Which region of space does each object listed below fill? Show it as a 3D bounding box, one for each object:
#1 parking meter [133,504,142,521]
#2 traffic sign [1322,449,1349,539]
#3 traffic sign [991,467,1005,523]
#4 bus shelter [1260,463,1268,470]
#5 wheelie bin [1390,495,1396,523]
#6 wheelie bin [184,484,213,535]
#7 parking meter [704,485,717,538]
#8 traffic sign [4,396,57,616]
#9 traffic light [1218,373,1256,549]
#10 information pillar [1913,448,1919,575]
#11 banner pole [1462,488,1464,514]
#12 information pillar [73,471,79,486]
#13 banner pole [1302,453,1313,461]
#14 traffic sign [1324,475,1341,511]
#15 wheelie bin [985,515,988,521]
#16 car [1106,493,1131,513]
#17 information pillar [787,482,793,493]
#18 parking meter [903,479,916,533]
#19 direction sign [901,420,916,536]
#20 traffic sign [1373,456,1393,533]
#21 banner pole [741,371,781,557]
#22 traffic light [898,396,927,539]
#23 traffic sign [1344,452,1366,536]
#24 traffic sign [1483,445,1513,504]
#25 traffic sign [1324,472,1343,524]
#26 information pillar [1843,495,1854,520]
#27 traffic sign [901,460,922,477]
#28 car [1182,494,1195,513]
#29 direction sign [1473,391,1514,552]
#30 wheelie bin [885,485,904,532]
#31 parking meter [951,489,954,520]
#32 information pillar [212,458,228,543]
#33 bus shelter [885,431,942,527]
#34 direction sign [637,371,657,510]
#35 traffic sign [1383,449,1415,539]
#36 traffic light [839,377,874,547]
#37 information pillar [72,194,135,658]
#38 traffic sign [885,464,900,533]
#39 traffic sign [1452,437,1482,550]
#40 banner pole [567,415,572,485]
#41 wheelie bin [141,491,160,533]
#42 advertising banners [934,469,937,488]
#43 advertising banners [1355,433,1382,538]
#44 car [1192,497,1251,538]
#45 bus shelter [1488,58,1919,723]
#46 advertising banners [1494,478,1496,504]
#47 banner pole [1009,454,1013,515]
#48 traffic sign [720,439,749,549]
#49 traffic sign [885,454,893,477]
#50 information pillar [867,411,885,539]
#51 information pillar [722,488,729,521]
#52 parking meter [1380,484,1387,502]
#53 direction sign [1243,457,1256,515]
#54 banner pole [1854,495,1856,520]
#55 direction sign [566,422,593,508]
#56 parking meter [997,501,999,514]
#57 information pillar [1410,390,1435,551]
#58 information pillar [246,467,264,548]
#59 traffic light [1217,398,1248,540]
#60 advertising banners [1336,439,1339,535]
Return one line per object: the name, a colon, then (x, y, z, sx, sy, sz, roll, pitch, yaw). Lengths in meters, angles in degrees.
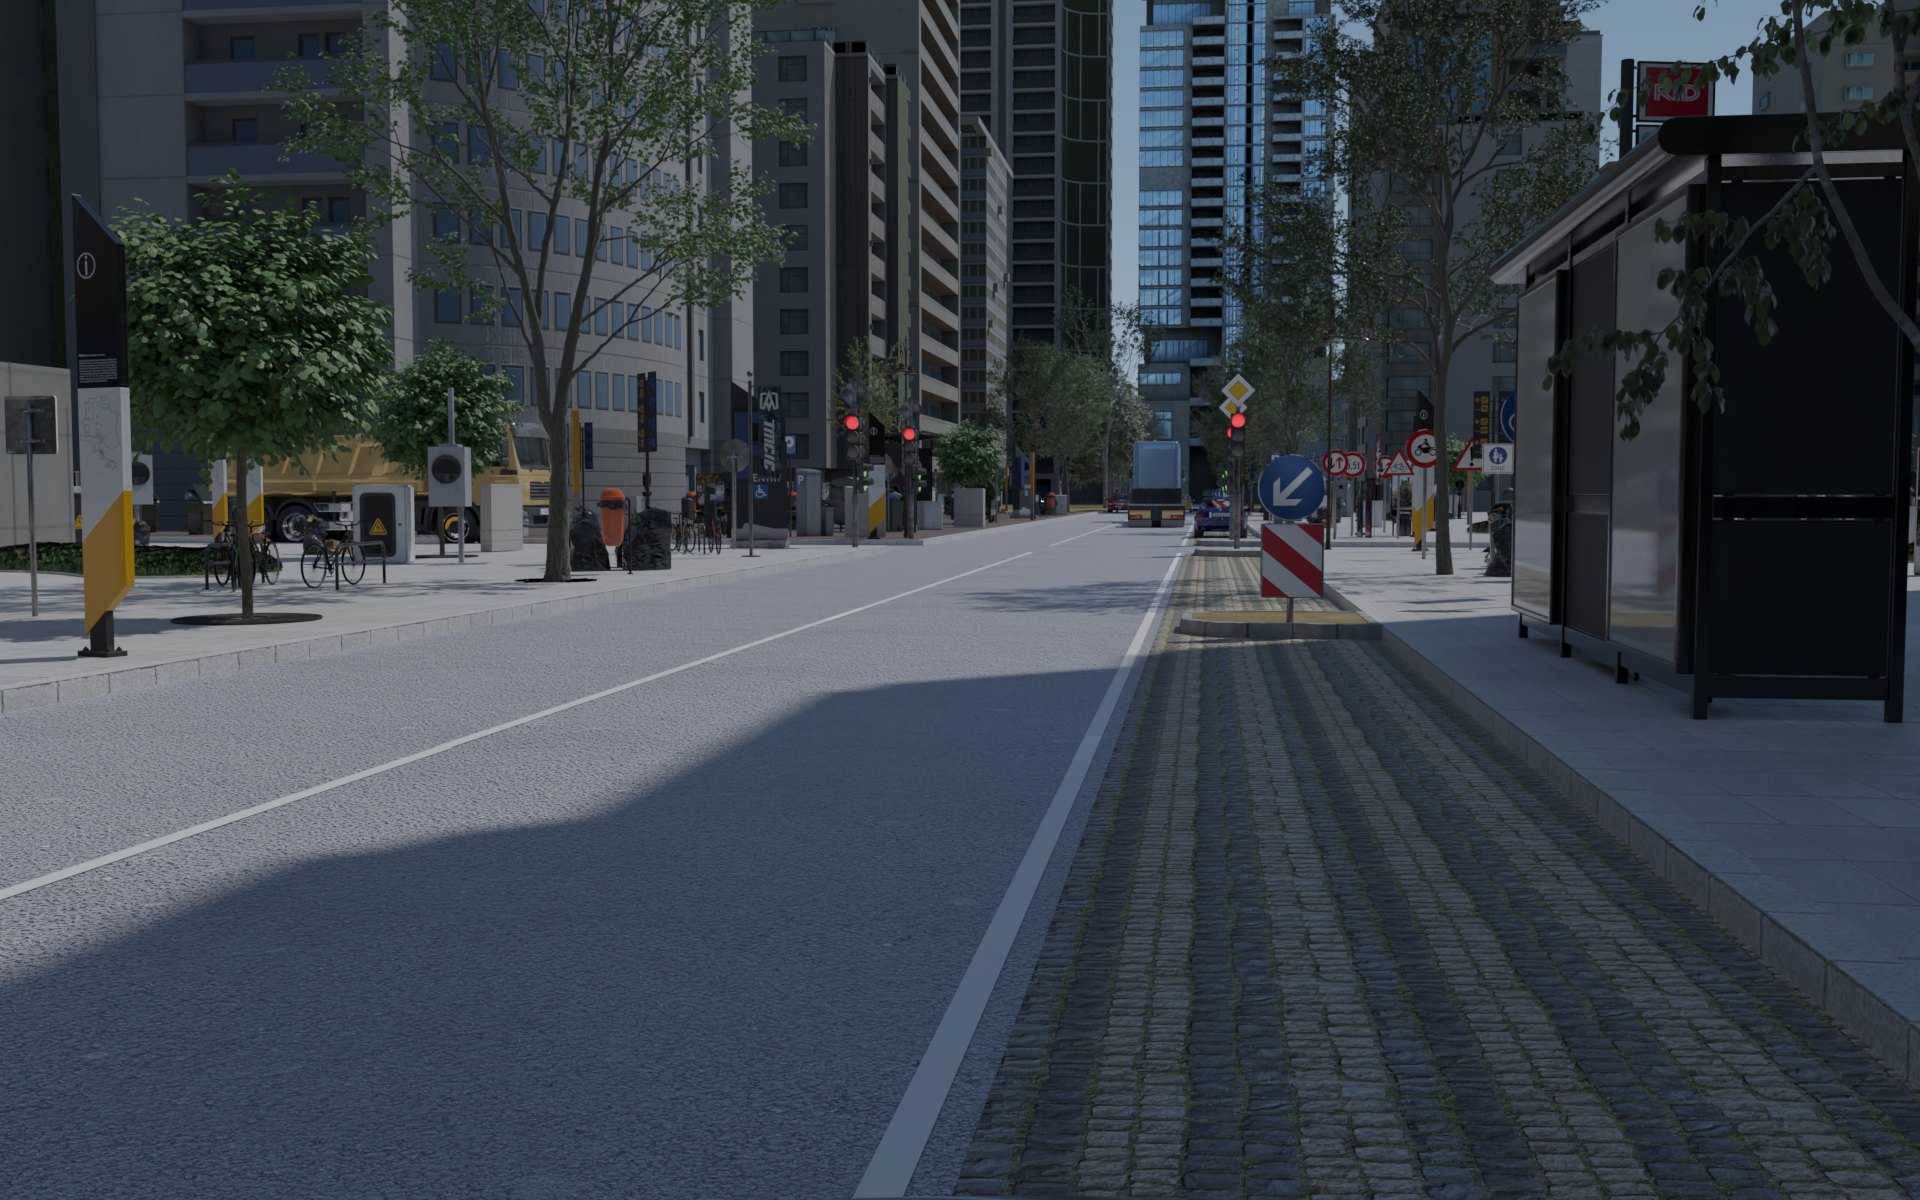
parking meter: (-18.911, -1.907, 39.596, 0.372, 1.533, 0.369, 0, 3, 0)
traffic sign: (10.697, -3.014, 49.390, 0.768, 2.556, 0.104, 1, 4, 15)
traffic sign: (1.596, -4.648, 76.107, 0.768, 2.556, 0.104, 1, 4, 14)
bus shelter: (18.868, -6.648, 102.625, 2.014, 3.302, 5.546, 1, 4, 8)
wheelie bin: (19.293, -4.155, 75.838, 0.980, 1.594, 0.693, 2, 4, 31)
wheelie bin: (-23.966, -2.851, 54.527, 0.693, 1.594, 0.980, 1, 4, 15)
parking meter: (-7.348, -2.607, 51.039, 0.372, 1.533, 0.369, 0, 3, 0)
traffic sign: (-9.693, -0.976, 18.086, 0.606, 2.300, 0.079, 1, 4, 11)
traffic light: (6.460, -3.150, 40.429, 0.839, 4.253, 0.868, 0, 4, 8)
information pillar: (15.300, -1.395, 27.303, 0.304, 2.012, 0.304, -1, 4, -15)
banner pole: (32.202, -7.372, 110.553, 0.401, 3.779, 0.863, 2, 4, 31)
information pillar: (-28.512, -3.133, 55.711, 0.304, 2.012, 0.304, -1, 4, -15)
banner pole: (21.216, -7.103, 106.145, 0.863, 3.779, 0.401, 0, 4, -8)
traffic sign: (15.876, -4.542, 74.266, 0.884, 2.594, 0.081, 1, 4, 10)
wheelie bin: (0.931, -4.632, 83.637, 0.693, 1.594, 0.980, 1, 4, 23)
car: (12.281, -7.557, 132.593, 2.155, 1.783, 4.494, 1, 4, 9)
information pillar: (-10.046, -5.979, 102.246, 0.304, 2.012, 0.304, -3, 4, -36)
parking meter: (-1.664, -3.145, 57.140, 0.399, 1.863, 0.255, -2, 4, -27)
direction sign: (-1.594, -3.764, 53.533, 0.379, 3.537, 0.876, 2, 4, 27)
traffic sign: (14.127, -3.516, 57.594, 0.768, 2.556, 0.104, 1, 4, 12)
banner pole: (-4.032, -2.766, 35.236, 0.863, 3.779, 0.401, 0, 4, -1)
traffic light: (-1.385, -3.711, 49.593, 0.839, 4.253, 0.868, 0, 4, 8)
traffic sign: (11.870, -3.197, 52.385, 0.768, 2.556, 0.104, 1, 4, 15)
traffic sign: (10.886, -2.018, 35.119, 0.606, 2.300, 0.079, 1, 4, 9)
traffic sign: (15.836, -4.486, 73.458, 0.768, 2.556, 0.104, 1, 4, 16)
information pillar: (35.673, -3.980, 69.564, 0.304, 2.012, 0.304, 0, 4, 6)
traffic sign: (-1.695, -3.664, 60.010, 0.768, 2.556, 0.104, 1, 4, 17)
car: (17.128, -7.574, 134.060, 2.015, 1.641, 3.980, 1, 4, 9)
direction sign: (11.737, -2.823, 38.152, 0.876, 3.537, 0.379, 0, 4, 6)
wheelie bin: (-2.309, -3.105, 58.679, 0.693, 1.594, 0.980, -3, 5, -44)
parking meter: (-0.276, -4.749, 86.049, 0.372, 1.533, 0.369, 0, 3, 0)
information pillar: (-17.940, -3.092, 41.906, 0.504, 3.616, 0.183, 2, 4, 32)
bus shelter: (-2.029, -4.636, 67.088, 1.731, 3.624, 6.357, 0, 4, 8)
direction sign: (-5.829, -2.466, 32.310, 0.379, 3.537, 0.876, -2, 4, -32)
traffic sign: (12.525, -3.026, 49.473, 0.884, 2.594, 0.081, 1, 4, 16)
traffic light: (-2.513, -3.227, 41.688, 0.839, 4.253, 0.868, 0, 4, 8)
information pillar: (-6.711, -1.358, 13.564, 0.504, 3.616, 0.183, 2, 4, 24)
traffic sign: (-2.352, -3.413, 56.984, 0.795, 2.450, 0.064, 1, 4, 9)
traffic sign: (11.649, -2.413, 39.456, 0.884, 2.594, 0.081, 1, 4, 17)
banner pole: (-12.256, -3.919, 54.086, 0.863, 3.779, 0.401, 2, 4, 27)
wheelie bin: (-27.138, -3.055, 57.861, 0.693, 1.594, 0.980, -1, 4, -19)
advertising banners: (-1.998, -7.587, 120.236, 0.090, 3.025, 2.074, -2, 4, -25)
advertising banners: (12.028, -3.350, 50.954, 0.090, 3.025, 2.074, 0, 4, -6)
car: (8.652, -2.736, 57.309, 1.945, 1.354, 3.894, 1, 4, 10)
bus shelter: (5.571, -2.212, 13.798, 2.179, 5.291, 8.768, 1, 4, 8)
advertising banners: (24.253, -5.042, 78.627, 0.090, 3.025, 2.074, 1, 4, 12)
banner pole: (3.237, -7.256, 108.660, 0.401, 3.779, 0.863, -2, 4, -24)
traffic sign: (-5.236, -2.451, 40.184, 0.768, 2.556, 0.104, 1, 4, 17)
traffic sign: (-2.450, -3.252, 53.270, 0.768, 2.556, 0.104, 1, 4, 14)
information pillar: (-2.380, -3.538, 49.193, 0.504, 3.616, 0.183, -1, 4, -21)
information pillar: (-9.462, -4.009, 70.035, 0.304, 2.012, 0.304, -2, 4, -24)
parking meter: (24.168, -5.697, 98.856, 0.399, 1.863, 0.255, -2, 4, -32)
direction sign: (17.619, -6.936, 105.399, 0.876, 3.537, 0.379, 3, 5, 44)
banner pole: (24.721, -3.548, 48.031, 0.863, 3.779, 0.401, -2, 4, -25)
direction sign: (-11.925, -3.843, 54.822, 0.876, 3.537, 0.379, 2, 4, 35)
parking meter: (2.285, -6.272, 110.961, 0.372, 1.533, 0.369, 0, 3, 0)
information pillar: (10.455, -2.913, 38.990, 0.504, 3.616, 0.183, -2, 4, -26)
information pillar: (-16.539, -3.001, 40.428, 0.504, 3.616, 0.183, 0, 4, 6)
traffic light: (7.588, -3.634, 48.334, 0.839, 4.253, 0.868, 0, 4, 8)
advertising banners: (11.881, -3.578, 54.692, 0.090, 3.025, 2.074, 1, 4, 10)
